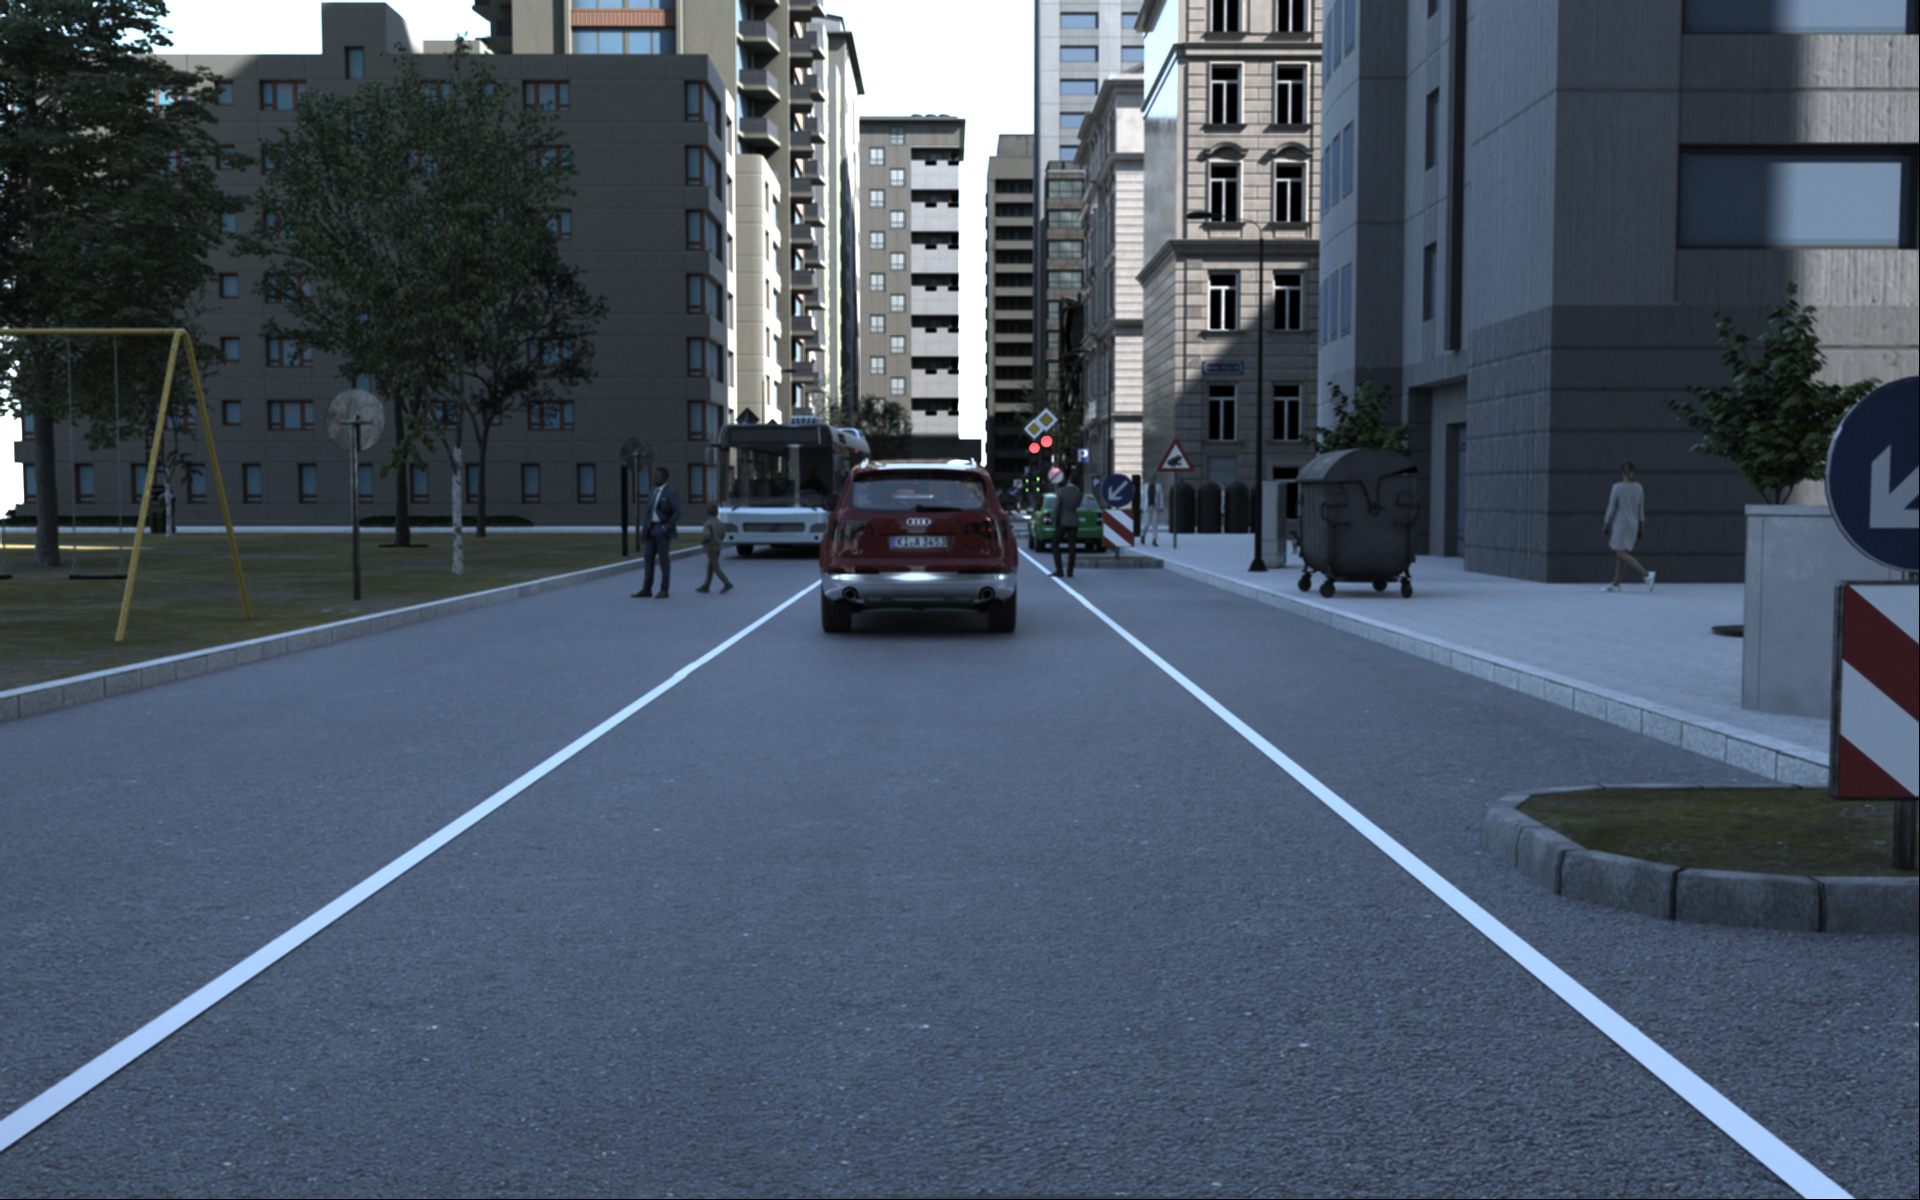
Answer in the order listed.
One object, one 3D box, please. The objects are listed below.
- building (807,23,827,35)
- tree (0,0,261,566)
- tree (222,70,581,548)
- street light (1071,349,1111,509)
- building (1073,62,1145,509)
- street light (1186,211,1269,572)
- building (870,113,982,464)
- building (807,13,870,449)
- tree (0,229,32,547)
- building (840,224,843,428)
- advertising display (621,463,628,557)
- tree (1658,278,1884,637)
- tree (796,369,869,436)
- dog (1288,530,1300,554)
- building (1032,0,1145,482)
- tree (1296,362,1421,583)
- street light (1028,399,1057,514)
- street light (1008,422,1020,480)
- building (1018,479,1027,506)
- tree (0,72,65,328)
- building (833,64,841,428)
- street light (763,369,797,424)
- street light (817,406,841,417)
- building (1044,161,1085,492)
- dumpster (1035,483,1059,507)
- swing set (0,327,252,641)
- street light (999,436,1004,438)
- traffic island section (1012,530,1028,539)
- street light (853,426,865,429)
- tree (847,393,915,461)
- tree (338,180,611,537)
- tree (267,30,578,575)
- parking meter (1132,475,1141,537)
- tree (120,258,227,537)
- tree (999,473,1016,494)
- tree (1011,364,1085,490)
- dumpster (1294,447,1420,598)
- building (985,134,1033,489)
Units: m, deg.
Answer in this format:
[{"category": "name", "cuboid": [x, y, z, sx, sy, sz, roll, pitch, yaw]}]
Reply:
[{"category": "building", "cuboid": [-18.555, -28.278, 145.943, 14.154, 41.232, 14.086, 0, 4, 0]}, {"category": "tree", "cuboid": [-16.560, -6.894, 30.848, 7.486, 12.596, 7.792, 0, 3, 0]}, {"category": "tree", "cuboid": [-13.392, -7.098, 41.810, 9.928, 11.665, 9.643, 0, 3, 0]}, {"category": "street light", "cuboid": [4.250, -5.079, 55.582, 1.470, 5.913, 1.316, 0, 4, 0]}, {"category": "building", "cuboid": [14.517, -19.442, 105.272, 14.401, 28.519, 23.554, 0, 4, 0]}, {"category": "street light", "cuboid": [4.412, -3.429, 28.611, 1.470, 5.913, 1.316, 0, 4, 0]}, {"category": "building", "cuboid": [-10.863, -39.784, 239.705, 27.495, 52.752, 28.713, 0, 4, 0]}, {"category": "building", "cuboid": [-25.115, -37.199, 197.442, 27.495, 52.752, 28.713, 0, 4, 0]}, {"category": "tree", "cuboid": [-23.567, -5.586, 41.699, 4.360, 8.622, 3.978, 0, 3, 0]}, {"category": "building", "cuboid": [-19.266, -24.652, 174.764, 14.160, 30.474, 14.107, 0, 4, 0]}, {"category": "advertising display", "cuboid": [-6.949, -1.876, 35.885, 0.123, 1.923, 0.974, -1, 4, -10]}, {"category": "tree", "cuboid": [7.467, -1.282, 15.566, 1.663, 3.219, 1.824, 0, 3, 0]}, {"category": "tree", "cuboid": [-7.564, -9.339, 103.055, 4.360, 8.622, 3.978, 0, 3, 0]}, {"category": "dog", "cuboid": [7.366, -1.252, 37.296, 0.406, 0.507, 0.540, 3, 4, 37]}, {"category": "building", "cuboid": [17.798, -38.608, 173.248, 21.231, 58.520, 28.212, 0, 4, 0]}, {"category": "tree", "cuboid": [5.980, -1.883, 25.381, 1.663, 3.219, 1.824, 0, 3, 0]}, {"category": "street light", "cuboid": [4.164, -6.853, 84.580, 1.470, 5.913, 1.316, 0, 4, 0]}, {"category": "street light", "cuboid": [3.925, -8.529, 111.982, 1.470, 5.913, 1.316, 0, 4, 0]}, {"category": "building", "cuboid": [22.978, -31.071, 199.892, 32.217, 40.220, 23.993, 0, 4, 0]}, {"category": "tree", "cuboid": [-14.116, -5.222, 19.798, 7.601, 10.594, 8.767, 0, 4, 7]}, {"category": "building", "cuboid": [-18.452, -29.138, 160.004, 14.154, 41.232, 14.086, 0, 4, 0]}, {"category": "street light", "cuboid": [-6.774, -5.629, 64.572, 1.470, 5.913, 1.316, 0, 4, 0]}, {"category": "street light", "cuboid": [-6.990, -7.271, 91.422, 1.470, 5.913, 1.316, 0, 4, 0]}, {"category": "building", "cuboid": [14.321, -23.319, 152.962, 14.160, 30.474, 14.107, 0, 4, 0]}, {"category": "dumpster", "cuboid": [4.559, -5.166, 90.220, 1.264, 1.857, 1.865, 0, 4, 0]}, {"category": "swing set", "cuboid": [-8.883, -1.151, 16.442, 3.119, 2.851, 2.862, 0, 4, 0]}, {"category": "street light", "cuboid": [3.818, -10.171, 138.832, 1.470, 5.913, 1.316, 0, 4, 0]}, {"category": "traffic island section", "cuboid": [2.818, -2.090, 56.448, 2.009, 0.180, 2.903, 0, 4, 0]}, {"category": "street light", "cuboid": [-7.060, -8.964, 119.103, 1.470, 5.913, 1.316, 0, 4, 0]}, {"category": "tree", "cuboid": [-8.248, -15.488, 178.980, 9.928, 11.665, 9.643, 0, 3, 0]}, {"category": "tree", "cuboid": [-14.269, -7.123, 50.882, 8.767, 10.594, 7.601, 0, 4, -2]}, {"category": "tree", "cuboid": [-8.205, -4.702, 27.241, 4.737, 8.622, 4.395, 0, 3, 0]}, {"category": "parking meter", "cuboid": [5.334, -2.856, 52.412, 0.255, 1.863, 0.399, 1, 4, 9]}, {"category": "tree", "cuboid": [-23.565, -6.155, 51.000, 4.360, 8.622, 3.978, 0, 3, 0]}, {"category": "tree", "cuboid": [4.675, -10.401, 164.657, 1.663, 3.219, 1.824, 0, 3, 0]}, {"category": "tree", "cuboid": [5.023, -9.107, 99.255, 4.737, 8.622, 4.395, 0, 3, 0]}, {"category": "dumpster", "cuboid": [5.056, -0.998, 22.079, 1.264, 1.857, 1.865, 0, 4, 0]}, {"category": "building", "cuboid": [14.132, -37.442, 235.881, 21.600, 48.544, 21.300, 0, 4, 0]}]
